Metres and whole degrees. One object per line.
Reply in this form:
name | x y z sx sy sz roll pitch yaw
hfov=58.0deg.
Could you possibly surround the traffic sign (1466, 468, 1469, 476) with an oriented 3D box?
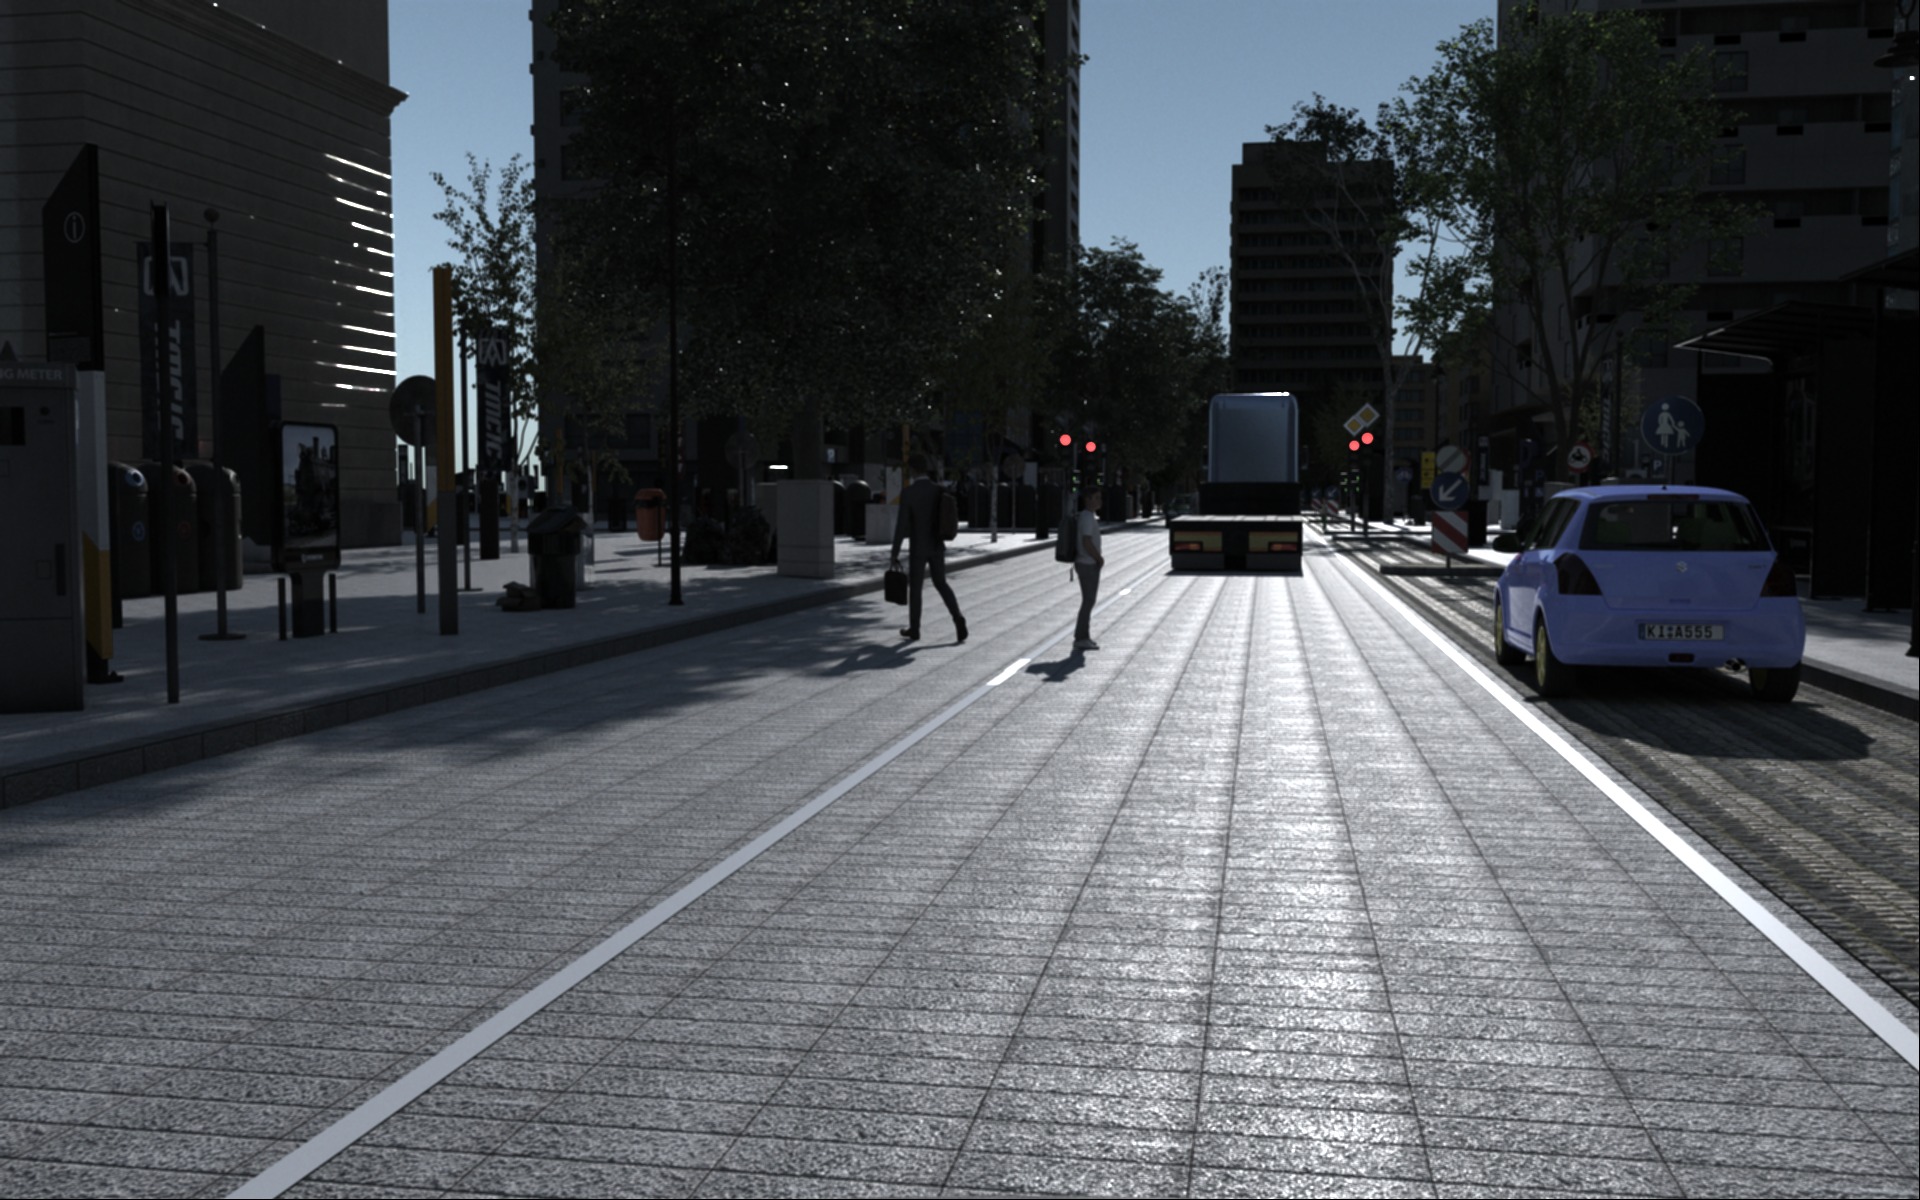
traffic sign | 17.741 -3.769 61.729 0.768 2.556 0.104 1 4 15

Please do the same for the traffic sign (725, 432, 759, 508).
traffic sign | -4.469 -2.157 35.379 0.768 2.556 0.104 1 4 18

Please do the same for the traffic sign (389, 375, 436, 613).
traffic sign | -5.811 -1.131 18.604 0.768 2.556 0.104 1 4 18

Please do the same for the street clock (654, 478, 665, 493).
street clock | -13.813 -4.592 79.655 0.471 2.002 0.358 1 4 23

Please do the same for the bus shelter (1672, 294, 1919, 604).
bus shelter | 11.390 -1.993 23.876 1.731 3.624 6.357 1 4 10

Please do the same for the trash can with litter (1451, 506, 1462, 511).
trash can with litter | 14.846 -2.424 51.015 0.624 1.170 1.055 -1 4 -9

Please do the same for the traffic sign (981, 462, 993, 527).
traffic sign | 1.125 -4.172 68.316 0.768 2.556 0.104 1 4 11

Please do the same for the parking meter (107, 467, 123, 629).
parking meter | -8.210 -0.495 16.508 0.372 1.533 0.369 0 3 0

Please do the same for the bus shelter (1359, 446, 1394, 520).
bus shelter | 20.884 -5.884 87.483 1.731 3.624 6.357 1 4 10

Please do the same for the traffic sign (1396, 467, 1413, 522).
traffic sign | 20.752 -4.942 80.906 0.768 2.556 0.104 1 4 16

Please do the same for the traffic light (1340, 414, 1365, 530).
traffic light | 13.846 -4.410 61.018 0.839 4.253 0.868 1 4 10

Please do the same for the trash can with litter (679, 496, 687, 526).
trash can with litter | -10.951 -3.605 69.996 1.678 1.210 2.233 1 4 12

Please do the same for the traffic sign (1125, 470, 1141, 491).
traffic sign | 9.399 -5.749 94.005 0.884 2.594 0.081 1 4 12

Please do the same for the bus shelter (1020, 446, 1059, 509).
bus shelter | 2.981 -4.995 75.586 2.014 3.302 5.546 1 4 10

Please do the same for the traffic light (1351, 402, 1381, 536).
traffic light | 12.453 -3.929 53.154 0.839 4.253 0.868 1 4 10

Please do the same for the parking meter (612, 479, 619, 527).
parking meter | -13.441 -3.783 67.558 0.255 1.863 0.399 -1 4 -14

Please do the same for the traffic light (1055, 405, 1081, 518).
traffic light | 3.380 -4.026 54.739 0.839 4.253 0.868 1 4 10

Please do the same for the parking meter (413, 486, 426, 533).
parking meter | -17.631 -2.943 56.528 0.372 1.533 0.369 0 3 0

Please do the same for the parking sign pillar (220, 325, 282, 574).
parking sign pillar | -11.593 -2.432 28.239 1.447 3.967 1.447 3 4 38

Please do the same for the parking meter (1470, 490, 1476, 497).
parking meter | 35.454 -6.812 119.784 0.372 1.533 0.369 0 3 0

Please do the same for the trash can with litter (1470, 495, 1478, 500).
trash can with litter | 30.306 -5.623 102.996 1.678 1.210 2.233 -3 5 -40

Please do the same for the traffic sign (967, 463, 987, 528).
traffic sign | 0.616 -3.872 64.496 0.795 2.450 0.064 1 4 20

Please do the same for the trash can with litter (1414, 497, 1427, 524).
trash can with litter | 19.294 -3.756 72.791 0.624 1.170 1.055 1 4 15

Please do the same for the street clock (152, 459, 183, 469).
street clock | -13.667 -1.550 29.911 0.471 2.002 0.358 1 4 19

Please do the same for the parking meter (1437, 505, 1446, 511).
parking meter | 18.439 -3.542 66.327 0.372 1.533 0.369 0 3 0

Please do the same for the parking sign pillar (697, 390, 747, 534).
parking sign pillar | -5.970 -3.360 43.406 1.447 3.967 1.447 2 4 35

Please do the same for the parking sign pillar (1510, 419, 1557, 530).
parking sign pillar | 20.338 -4.469 61.537 1.447 3.967 1.447 0 4 -4

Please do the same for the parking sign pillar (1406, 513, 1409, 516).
parking sign pillar | 26.532 -6.825 100.055 1.447 3.967 1.447 2 4 30

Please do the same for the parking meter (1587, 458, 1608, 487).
parking meter | 10.393 -1.380 28.268 0.255 1.863 0.399 1 4 9

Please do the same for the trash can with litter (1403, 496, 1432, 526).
trash can with litter | 19.014 -3.635 70.496 2.233 1.210 1.678 0 4 1

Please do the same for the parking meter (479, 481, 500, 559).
parking meter | -9.275 -1.573 34.122 0.372 1.533 0.369 0 3 0

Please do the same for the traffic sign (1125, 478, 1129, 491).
traffic sign | 13.189 -8.316 136.072 0.768 2.556 0.104 1 4 19

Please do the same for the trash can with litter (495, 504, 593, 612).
trash can with litter | -4.619 -0.479 19.216 0.624 1.170 1.055 2 4 27

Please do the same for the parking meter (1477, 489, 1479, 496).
parking meter | 33.371 -6.435 110.930 0.399 1.863 0.255 -1 4 -11

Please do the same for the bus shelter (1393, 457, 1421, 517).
bus shelter | 24.464 -6.250 96.119 2.014 3.302 5.546 1 4 10

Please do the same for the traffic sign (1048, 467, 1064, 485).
traffic sign | 3.666 -3.922 66.257 0.606 2.300 0.079 1 4 16

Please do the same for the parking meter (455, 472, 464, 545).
parking meter | -12.603 -2.321 43.663 0.399 1.863 0.255 0 4 -4

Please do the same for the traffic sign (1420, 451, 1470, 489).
traffic sign | 23.047 -5.408 82.297 2.265 3.308 0.079 1 4 13

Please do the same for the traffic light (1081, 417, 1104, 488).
traffic light | 4.772 -4.507 62.602 0.839 4.253 0.868 1 4 10

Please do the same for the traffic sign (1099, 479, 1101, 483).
traffic sign | 9.099 -6.803 111.328 0.768 2.556 0.104 1 4 15

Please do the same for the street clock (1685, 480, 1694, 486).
street clock | 37.959 -5.232 90.111 0.358 2.002 0.471 -2 4 -31

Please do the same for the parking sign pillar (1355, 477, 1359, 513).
parking sign pillar | 27.640 -8.061 120.266 1.447 3.967 1.447 1 4 22

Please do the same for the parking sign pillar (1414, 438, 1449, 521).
parking sign pillar | 22.962 -5.809 83.445 1.447 3.967 1.447 3 5 40

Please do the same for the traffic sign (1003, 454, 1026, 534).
traffic sign | 1.724 -3.385 55.452 0.768 2.556 0.104 1 4 19

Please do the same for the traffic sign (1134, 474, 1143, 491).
traffic sign | 10.914 -6.544 107.100 0.768 2.556 0.104 1 4 14

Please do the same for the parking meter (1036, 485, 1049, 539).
parking meter | 2.374 -2.542 49.973 0.372 1.533 0.369 0 3 0

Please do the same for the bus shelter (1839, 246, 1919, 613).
bus shelter | 9.798 -1.490 15.642 1.731 3.624 6.357 1 4 10

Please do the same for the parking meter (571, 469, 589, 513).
parking meter | -9.002 -2.163 41.075 0.255 1.863 0.399 2 4 25

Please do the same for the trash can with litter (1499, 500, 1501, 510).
trash can with litter | 28.707 -4.970 92.642 0.624 1.170 1.055 2 4 35

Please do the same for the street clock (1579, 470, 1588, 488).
street clock | 15.111 -2.296 42.105 0.358 2.002 0.471 1 4 15

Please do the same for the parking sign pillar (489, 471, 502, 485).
parking sign pillar | -34.177 -8.466 126.893 1.447 3.967 1.447 2 4 34
